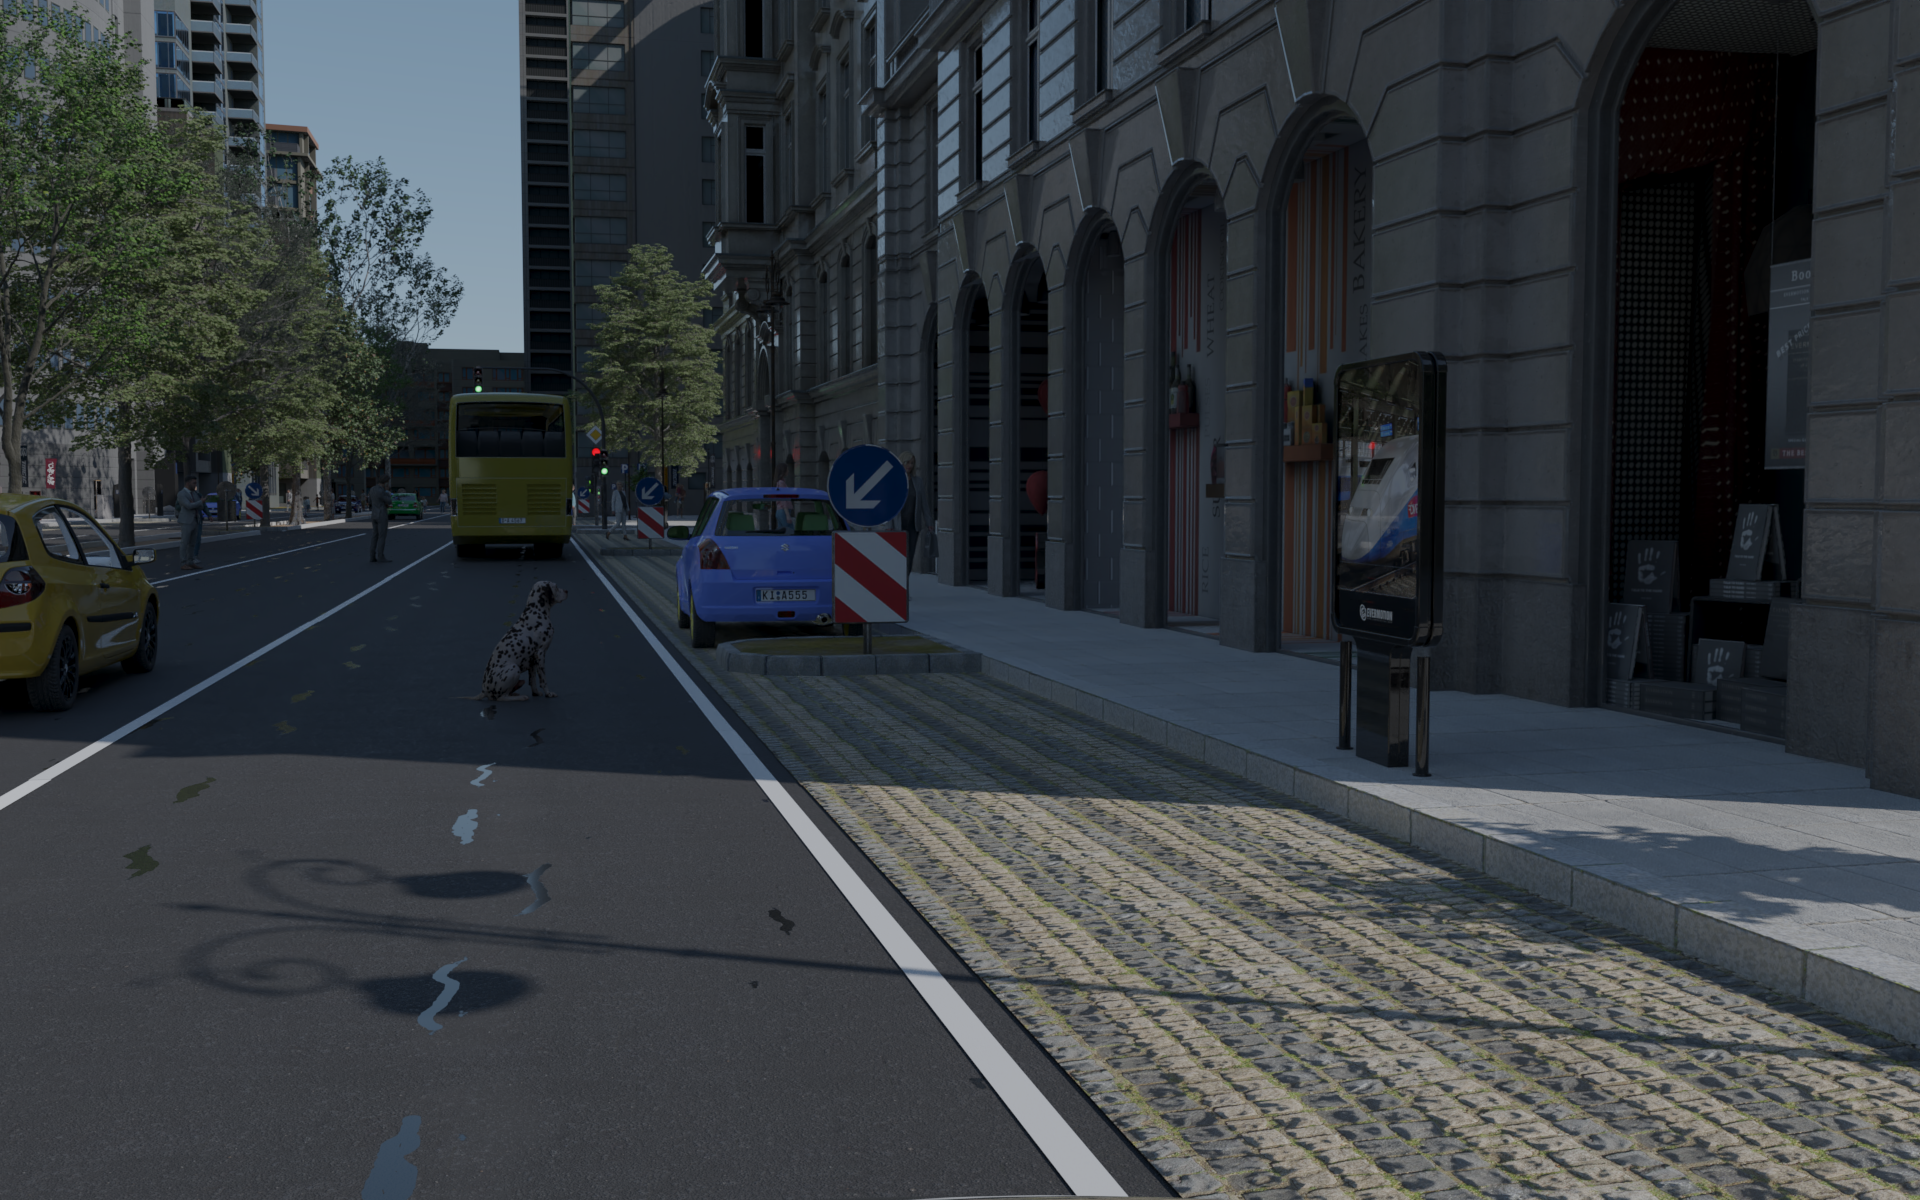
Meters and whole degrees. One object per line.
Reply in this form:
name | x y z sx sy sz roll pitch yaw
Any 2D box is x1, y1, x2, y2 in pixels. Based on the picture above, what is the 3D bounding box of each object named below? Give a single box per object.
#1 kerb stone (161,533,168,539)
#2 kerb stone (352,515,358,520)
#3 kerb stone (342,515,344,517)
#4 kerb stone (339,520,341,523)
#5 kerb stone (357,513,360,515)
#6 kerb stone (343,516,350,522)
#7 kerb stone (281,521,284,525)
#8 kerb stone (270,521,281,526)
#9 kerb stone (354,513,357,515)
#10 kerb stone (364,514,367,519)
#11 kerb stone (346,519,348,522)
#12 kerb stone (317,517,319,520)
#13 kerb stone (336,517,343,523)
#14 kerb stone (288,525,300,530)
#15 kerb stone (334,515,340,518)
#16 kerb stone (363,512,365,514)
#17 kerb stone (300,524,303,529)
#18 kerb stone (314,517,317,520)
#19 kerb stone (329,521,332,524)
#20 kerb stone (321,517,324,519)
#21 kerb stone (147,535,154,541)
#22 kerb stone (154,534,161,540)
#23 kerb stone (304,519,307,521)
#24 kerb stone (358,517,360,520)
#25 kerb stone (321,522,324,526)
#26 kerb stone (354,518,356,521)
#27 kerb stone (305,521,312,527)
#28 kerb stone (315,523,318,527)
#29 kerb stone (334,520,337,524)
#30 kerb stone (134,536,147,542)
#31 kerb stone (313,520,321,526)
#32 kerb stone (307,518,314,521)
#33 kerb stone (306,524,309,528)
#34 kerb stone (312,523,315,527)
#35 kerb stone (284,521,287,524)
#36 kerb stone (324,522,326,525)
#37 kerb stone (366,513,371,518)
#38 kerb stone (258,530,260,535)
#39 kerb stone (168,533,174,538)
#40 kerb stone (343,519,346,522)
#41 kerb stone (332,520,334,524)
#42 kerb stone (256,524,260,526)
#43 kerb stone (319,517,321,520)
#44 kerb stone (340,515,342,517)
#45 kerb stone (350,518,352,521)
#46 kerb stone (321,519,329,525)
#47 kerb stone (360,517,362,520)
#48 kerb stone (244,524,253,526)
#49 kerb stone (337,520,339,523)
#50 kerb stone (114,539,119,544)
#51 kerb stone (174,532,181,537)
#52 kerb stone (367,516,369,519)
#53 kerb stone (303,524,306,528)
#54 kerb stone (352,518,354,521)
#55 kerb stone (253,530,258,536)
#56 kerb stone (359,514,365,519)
kerb stone | -25.390 -2.005 54.972 0.120 0.150 1.000 -1 4 -14
kerb stone | -32.534 -4.320 92.877 0.120 0.150 1.000 -1 4 -14
kerb stone | -37.757 -5.084 105.311 0.120 0.150 1.000 -1 4 -14
kerb stone | -30.583 -3.836 84.913 0.120 0.150 1.000 -1 4 -14
kerb stone | -40.207 -5.691 115.275 0.120 0.150 1.000 -1 4 -14
kerb stone | -31.566 -4.076 88.896 0.120 0.150 1.000 -1 4 -14
kerb stone | -31.649 -3.562 80.433 0.120 0.150 1.000 -1 4 -14
kerb stone | -31.397 -3.501 79.442 0.120 0.150 1.000 -1 4 -14
kerb stone | -39.710 -5.572 113.291 0.120 0.150 1.000 -1 4 -14
kerb stone | -33.760 -4.627 97.850 0.120 0.150 1.000 -1 4 -14
kerb stone | -31.315 -4.019 87.904 0.120 0.150 1.000 -1 4 -14
kerb stone | -34.826 -4.353 93.373 0.120 0.150 1.000 -1 4 -14
kerb stone | -30.831 -3.897 85.915 0.120 0.150 1.000 -1 4 -14
kerb stone | -26.916 -2.922 69.975 0.120 0.150 1.000 -1 4 -14
kerb stone | -37.260 -4.962 103.321 0.120 0.150 1.000 -1 4 -14
kerb stone | -40.935 -5.876 118.265 0.120 0.150 1.000 -1 4 -14
kerb stone | -27.156 -2.983 70.969 0.120 0.150 1.000 -1 4 -14
kerb stone | -34.579 -4.292 92.377 0.120 0.150 1.000 -1 4 -14
kerb stone | -29.607 -3.589 80.926 0.120 0.150 1.000 -1 4 -14
kerb stone | -35.308 -4.475 95.363 0.120 0.150 1.000 -1 4 -14
kerb stone | -24.913 -1.876 52.985 0.120 0.150 1.000 -1 4 -14
kerb stone | -25.147 -1.940 53.980 0.120 0.150 1.000 -1 4 -14
kerb stone | -33.598 -4.049 88.397 0.120 0.150 1.000 -1 4 -14
kerb stone | -32.783 -4.384 93.869 0.120 0.150 1.000 -1 4 -14
kerb stone | -28.872 -3.409 77.936 0.120 0.150 1.000 -1 4 -14
kerb stone | -32.295 -4.262 91.883 0.120 0.150 1.000 -1 4 -14
kerb stone | -27.891 -3.164 73.952 0.120 0.150 1.000 -1 4 -14
kerb stone | -28.381 -3.285 75.939 0.120 0.150 1.000 -1 4 -14
kerb stone | -30.091 -3.712 82.918 0.120 0.150 1.000 -1 4 -14
kerb stone | -24.663 -1.823 51.993 0.120 0.150 1.000 -1 4 -14
kerb stone | -28.630 -3.348 76.938 0.120 0.150 1.000 -1 4 -14
kerb stone | -34.338 -4.231 91.383 0.120 0.150 1.000 -1 4 -14
kerb stone | -27.648 -3.105 72.958 0.120 0.150 1.000 -1 4 -14
kerb stone | -28.136 -3.226 74.946 0.120 0.150 1.000 -1 4 -14
kerb stone | -31.890 -3.623 81.431 0.120 0.150 1.000 -1 4 -14
kerb stone | -29.114 -3.466 78.930 0.120 0.150 1.000 -1 4 -14
kerb stone | -34.487 -4.810 100.835 0.120 0.150 1.000 -1 4 -14
kerb stone | -24.585 -2.343 60.506 0.120 0.150 1.000 -1 4 -14
kerb stone | -25.635 -2.065 55.965 0.120 0.150 1.000 -1 4 -14
kerb stone | -31.075 -3.955 86.908 0.120 0.150 1.000 -1 4 -14
kerb stone | -29.848 -3.652 81.920 0.120 0.150 1.000 -1 4 -14
kerb stone | -29.932 -3.132 73.468 0.120 0.150 1.000 -1 4 -14
kerb stone | -35.066 -4.414 94.370 0.120 0.150 1.000 -1 4 -14
kerb stone | -37.504 -5.023 104.321 0.120 0.150 1.000 -1 4 -14
kerb stone | -31.806 -4.140 89.891 0.120 0.150 1.000 -1 4 -14
kerb stone | -29.355 -3.531 79.933 0.120 0.150 1.000 -1 4 -14
kerb stone | -33.021 -4.443 94.871 0.120 0.150 1.000 -1 4 -14
kerb stone | -29.443 -3.014 71.471 0.120 0.150 1.000 -1 4 -14
kerb stone | -30.335 -3.775 83.921 0.120 0.150 1.000 -1 4 -14
kerb stone | -24.174 -1.701 50.006 0.120 0.150 1.000 -1 4 -14
kerb stone | -25.876 -2.126 56.958 0.120 0.150 1.000 -1 4 -14
kerb stone | -34.006 -4.688 98.844 0.120 0.150 1.000 -1 4 -14
kerb stone | -27.400 -3.044 71.964 0.120 0.150 1.000 -1 4 -14
kerb stone | -32.050 -4.196 90.884 0.120 0.150 1.000 -1 4 -14
kerb stone | -24.344 -2.279 59.503 0.120 0.150 1.000 -1 4 -14
kerb stone | -33.512 -4.566 96.856 0.120 0.150 1.000 -1 4 -14
